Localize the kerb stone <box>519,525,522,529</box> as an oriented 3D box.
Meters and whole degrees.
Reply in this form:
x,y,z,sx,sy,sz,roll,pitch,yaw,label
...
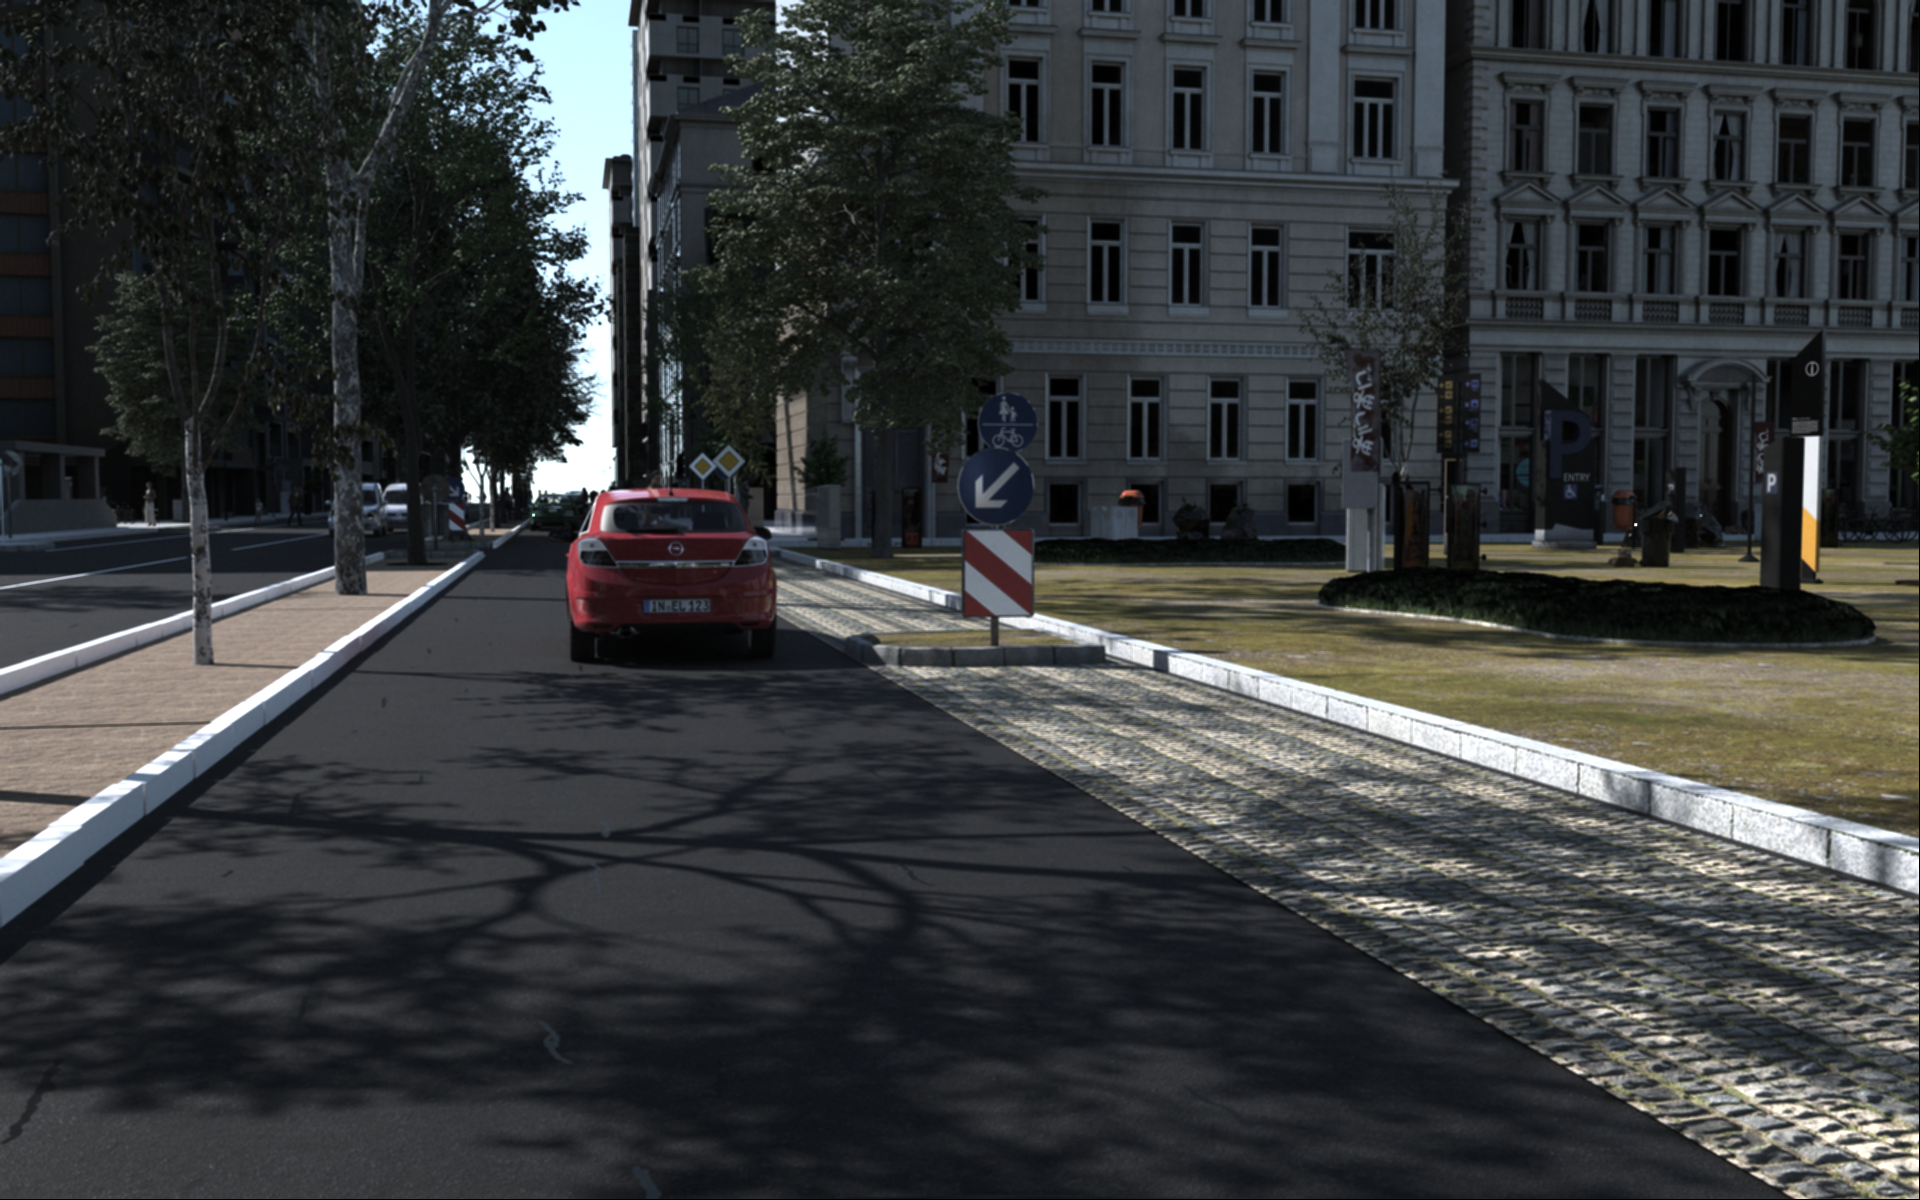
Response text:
x,y,z,sx,sy,sz,roll,pitch,yaw,label
-17.063,-2.719,66.709,0.120,0.150,1.000,-1,4,-13,kerb stone

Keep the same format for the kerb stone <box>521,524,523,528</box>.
x,y,z,sx,sy,sz,roll,pitch,yaw,label
-17.507,-2.845,68.713,0.120,0.150,1.000,-1,4,-13,kerb stone

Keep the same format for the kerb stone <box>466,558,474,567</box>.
x,y,z,sx,sy,sz,roll,pitch,yaw,label
-9.456,-0.672,33.187,0.120,0.150,1.000,-1,4,-13,kerb stone

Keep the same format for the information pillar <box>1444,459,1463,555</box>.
x,y,z,sx,sy,sz,roll,pitch,yaw,label
10.445,-1.969,36.684,0.304,2.012,0.304,2,4,28,information pillar

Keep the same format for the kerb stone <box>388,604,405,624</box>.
x,y,z,sx,sy,sz,roll,pitch,yaw,label
-6.285,0.184,19.195,0.120,0.150,1.000,-1,4,-13,kerb stone

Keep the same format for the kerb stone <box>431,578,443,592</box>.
x,y,z,sx,sy,sz,roll,pitch,yaw,label
-7.652,-0.183,25.191,0.120,0.150,1.000,-1,4,-13,kerb stone

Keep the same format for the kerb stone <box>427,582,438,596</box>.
x,y,z,sx,sy,sz,roll,pitch,yaw,label
-7.423,-0.120,24.195,0.120,0.150,1.000,-1,4,-13,kerb stone

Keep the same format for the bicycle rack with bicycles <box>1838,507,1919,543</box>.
x,y,z,sx,sy,sz,roll,pitch,yaw,label
24.198,-2.008,46.213,2.925,0.926,2.852,1,4,17,bicycle rack with bicycles

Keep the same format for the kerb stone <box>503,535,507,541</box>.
x,y,z,sx,sy,sz,roll,pitch,yaw,label
-13.431,-1.745,50.720,0.120,0.150,1.000,-1,4,-13,kerb stone

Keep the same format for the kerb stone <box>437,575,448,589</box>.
x,y,z,sx,sy,sz,roll,pitch,yaw,label
-7.872,-0.244,26.190,0.120,0.150,1.000,-1,4,-13,kerb stone

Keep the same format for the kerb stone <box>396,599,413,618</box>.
x,y,z,sx,sy,sz,roll,pitch,yaw,label
-6.520,0.123,20.198,0.120,0.150,1.000,-1,4,-13,kerb stone

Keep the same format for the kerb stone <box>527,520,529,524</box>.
x,y,z,sx,sy,sz,roll,pitch,yaw,label
-19.785,-3.456,78.706,0.120,0.150,1.000,-1,4,-13,kerb stone

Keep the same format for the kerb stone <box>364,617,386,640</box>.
x,y,z,sx,sy,sz,roll,pitch,yaw,label
-5.837,0.307,17.199,0.120,0.150,1.000,-1,4,-13,kerb stone

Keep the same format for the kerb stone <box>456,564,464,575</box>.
x,y,z,sx,sy,sz,roll,pitch,yaw,label
-8.781,-0.482,30.187,0.120,0.150,1.000,-1,4,-13,kerb stone

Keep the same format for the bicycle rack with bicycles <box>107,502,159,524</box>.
x,y,z,sx,sy,sz,roll,pitch,yaw,label
-36.265,-3.802,75.546,2.852,0.926,2.925,-3,5,-39,bicycle rack with bicycles

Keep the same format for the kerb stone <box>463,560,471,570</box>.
x,y,z,sx,sy,sz,roll,pitch,yaw,label
-9.235,-0.611,32.188,0.120,0.150,1.000,-1,4,-13,kerb stone

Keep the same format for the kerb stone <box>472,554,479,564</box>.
x,y,z,sx,sy,sz,roll,pitch,yaw,label
-9.911,-0.793,35.185,0.120,0.150,1.000,-1,4,-13,kerb stone

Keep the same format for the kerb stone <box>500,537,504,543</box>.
x,y,z,sx,sy,sz,roll,pitch,yaw,label
-12.981,-1.622,48.716,0.120,0.150,1.000,-1,4,-13,kerb stone

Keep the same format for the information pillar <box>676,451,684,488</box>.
x,y,z,sx,sy,sz,roll,pitch,yaw,label
-15.337,-6.336,94.942,0.183,3.616,0.504,2,4,35,information pillar

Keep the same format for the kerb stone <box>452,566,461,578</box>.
x,y,z,sx,sy,sz,roll,pitch,yaw,label
-8.550,-0.427,29.184,0.120,0.150,1.000,-1,4,-13,kerb stone

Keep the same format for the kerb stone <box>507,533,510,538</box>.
x,y,z,sx,sy,sz,roll,pitch,yaw,label
-14.104,-1.927,53.712,0.120,0.150,1.000,-1,4,-13,kerb stone

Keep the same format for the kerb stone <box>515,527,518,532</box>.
x,y,z,sx,sy,sz,roll,pitch,yaw,label
-15.919,-2.416,61.710,0.120,0.150,1.000,-1,4,-13,kerb stone

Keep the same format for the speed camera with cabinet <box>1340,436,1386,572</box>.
x,y,z,sx,sy,sz,roll,pitch,yaw,label
6.563,-2.067,28.131,0.660,3.252,2.038,1,4,17,speed camera with cabinet

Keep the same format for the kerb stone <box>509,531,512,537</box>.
x,y,z,sx,sy,sz,roll,pitch,yaw,label
-14.567,-2.049,55.705,0.120,0.150,1.000,-1,4,-13,kerb stone

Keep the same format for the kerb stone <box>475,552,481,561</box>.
x,y,z,sx,sy,sz,roll,pitch,yaw,label
-10.138,-0.855,36.182,0.120,0.150,1.000,-1,4,-13,kerb stone

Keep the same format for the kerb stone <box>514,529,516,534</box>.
x,y,z,sx,sy,sz,roll,pitch,yaw,label
-15.470,-2.294,59.706,0.120,0.150,1.000,-1,4,-13,kerb stone

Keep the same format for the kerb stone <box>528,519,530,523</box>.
x,y,z,sx,sy,sz,roll,pitch,yaw,label
-20.228,-3.578,80.701,0.120,0.150,1.000,-1,4,-13,kerb stone

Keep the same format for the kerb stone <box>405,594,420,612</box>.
x,y,z,sx,sy,sz,roll,pitch,yaw,label
-6.741,0.065,21.199,0.120,0.150,1.000,-1,4,-13,kerb stone

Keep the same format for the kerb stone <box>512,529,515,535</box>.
x,y,z,sx,sy,sz,roll,pitch,yaw,label
-15.242,-2.233,58.708,0.120,0.150,1.000,-1,4,-13,kerb stone

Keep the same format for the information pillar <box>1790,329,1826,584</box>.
x,y,z,sx,sy,sz,roll,pitch,yaw,label
12.155,-2.049,24.859,0.183,3.616,0.504,-2,4,-28,information pillar

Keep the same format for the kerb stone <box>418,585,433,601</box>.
x,y,z,sx,sy,sz,roll,pitch,yaw,label
-7.197,-0.061,23.195,0.120,0.150,1.000,-1,4,-13,kerb stone

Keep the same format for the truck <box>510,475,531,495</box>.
x,y,z,sx,sy,sz,roll,pitch,yaw,label
-65.447,-16.475,258.284,2.839,4.237,11.283,-1,4,-12,truck

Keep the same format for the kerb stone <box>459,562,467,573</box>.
x,y,z,sx,sy,sz,roll,pitch,yaw,label
-9.006,-0.550,31.183,0.120,0.150,1.000,-1,4,-13,kerb stone

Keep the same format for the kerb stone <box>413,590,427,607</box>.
x,y,z,sx,sy,sz,roll,pitch,yaw,label
-6.965,0.002,22.197,0.120,0.150,1.000,-1,4,-13,kerb stone

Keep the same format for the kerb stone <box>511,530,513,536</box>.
x,y,z,sx,sy,sz,roll,pitch,yaw,label
-14.789,-2.111,56.703,0.120,0.150,1.000,-1,4,-13,kerb stone

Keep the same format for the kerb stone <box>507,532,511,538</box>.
x,y,z,sx,sy,sz,roll,pitch,yaw,label
-14.341,-1.988,54.707,0.120,0.150,1.000,-1,4,-13,kerb stone

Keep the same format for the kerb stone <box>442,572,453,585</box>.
x,y,z,sx,sy,sz,roll,pitch,yaw,label
-8.100,-0.303,27.186,0.120,0.150,1.000,-1,4,-13,kerb stone

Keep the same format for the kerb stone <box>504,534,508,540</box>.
x,y,z,sx,sy,sz,roll,pitch,yaw,label
-13.664,-1.803,51.716,0.120,0.150,1.000,-1,4,-13,kerb stone

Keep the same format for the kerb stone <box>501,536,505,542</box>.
x,y,z,sx,sy,sz,roll,pitch,yaw,label
-13.203,-1.684,49.723,0.120,0.150,1.000,-1,4,-13,kerb stone

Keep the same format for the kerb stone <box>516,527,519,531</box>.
x,y,z,sx,sy,sz,roll,pitch,yaw,label
-16.150,-2.476,62.709,0.120,0.150,1.000,-1,4,-13,kerb stone

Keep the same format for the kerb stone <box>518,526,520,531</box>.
x,y,z,sx,sy,sz,roll,pitch,yaw,label
-16.607,-2.601,64.714,0.120,0.150,1.000,-1,4,-13,kerb stone

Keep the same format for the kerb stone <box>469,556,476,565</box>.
x,y,z,sx,sy,sz,roll,pitch,yaw,label
-9.686,-0.727,34.184,0.120,0.150,1.000,-1,4,-13,kerb stone

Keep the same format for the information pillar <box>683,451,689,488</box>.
x,y,z,sx,sy,sz,roll,pitch,yaw,label
-14.607,-6.217,92.999,0.183,3.616,0.504,-1,4,-10,information pillar

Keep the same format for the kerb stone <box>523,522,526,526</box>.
x,y,z,sx,sy,sz,roll,pitch,yaw,label
-18.423,-3.090,72.715,0.120,0.150,1.000,-1,4,-13,kerb stone

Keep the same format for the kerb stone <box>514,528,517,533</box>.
x,y,z,sx,sy,sz,roll,pitch,yaw,label
-15.694,-2.354,60.704,0.120,0.150,1.000,-1,4,-13,kerb stone

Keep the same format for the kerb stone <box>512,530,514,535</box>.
x,y,z,sx,sy,sz,roll,pitch,yaw,label
-15.020,-2.172,57.708,0.120,0.150,1.000,-1,4,-13,kerb stone

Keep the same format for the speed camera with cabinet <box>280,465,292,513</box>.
x,y,z,sx,sy,sz,roll,pitch,yaw,label
-45.067,-7.431,115.839,0.660,3.252,2.038,-1,4,-16,speed camera with cabinet

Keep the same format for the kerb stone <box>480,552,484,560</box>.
x,y,z,sx,sy,sz,roll,pitch,yaw,label
-10.367,-0.917,37.182,0.120,0.150,1.000,-1,4,-13,kerb stone

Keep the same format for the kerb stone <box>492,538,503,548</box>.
x,y,z,sx,sy,sz,roll,pitch,yaw,label
-12.755,-1.561,47.716,0.120,0.150,1.000,-1,4,-13,kerb stone

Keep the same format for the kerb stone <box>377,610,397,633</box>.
x,y,z,sx,sy,sz,roll,pitch,yaw,label
-6.059,0.245,18.197,0.120,0.150,1.000,-1,4,-13,kerb stone

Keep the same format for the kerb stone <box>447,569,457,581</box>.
x,y,z,sx,sy,sz,roll,pitch,yaw,label
-8.328,-0.364,28.183,0.120,0.150,1.000,-1,4,-13,kerb stone

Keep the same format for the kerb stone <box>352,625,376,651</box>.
x,y,z,sx,sy,sz,roll,pitch,yaw,label
-5.602,0.367,16.201,0.120,0.150,1.000,-1,4,-13,kerb stone

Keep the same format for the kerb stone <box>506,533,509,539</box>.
x,y,z,sx,sy,sz,roll,pitch,yaw,label
-13.889,-1.867,52.713,0.120,0.150,1.000,-1,4,-13,kerb stone
